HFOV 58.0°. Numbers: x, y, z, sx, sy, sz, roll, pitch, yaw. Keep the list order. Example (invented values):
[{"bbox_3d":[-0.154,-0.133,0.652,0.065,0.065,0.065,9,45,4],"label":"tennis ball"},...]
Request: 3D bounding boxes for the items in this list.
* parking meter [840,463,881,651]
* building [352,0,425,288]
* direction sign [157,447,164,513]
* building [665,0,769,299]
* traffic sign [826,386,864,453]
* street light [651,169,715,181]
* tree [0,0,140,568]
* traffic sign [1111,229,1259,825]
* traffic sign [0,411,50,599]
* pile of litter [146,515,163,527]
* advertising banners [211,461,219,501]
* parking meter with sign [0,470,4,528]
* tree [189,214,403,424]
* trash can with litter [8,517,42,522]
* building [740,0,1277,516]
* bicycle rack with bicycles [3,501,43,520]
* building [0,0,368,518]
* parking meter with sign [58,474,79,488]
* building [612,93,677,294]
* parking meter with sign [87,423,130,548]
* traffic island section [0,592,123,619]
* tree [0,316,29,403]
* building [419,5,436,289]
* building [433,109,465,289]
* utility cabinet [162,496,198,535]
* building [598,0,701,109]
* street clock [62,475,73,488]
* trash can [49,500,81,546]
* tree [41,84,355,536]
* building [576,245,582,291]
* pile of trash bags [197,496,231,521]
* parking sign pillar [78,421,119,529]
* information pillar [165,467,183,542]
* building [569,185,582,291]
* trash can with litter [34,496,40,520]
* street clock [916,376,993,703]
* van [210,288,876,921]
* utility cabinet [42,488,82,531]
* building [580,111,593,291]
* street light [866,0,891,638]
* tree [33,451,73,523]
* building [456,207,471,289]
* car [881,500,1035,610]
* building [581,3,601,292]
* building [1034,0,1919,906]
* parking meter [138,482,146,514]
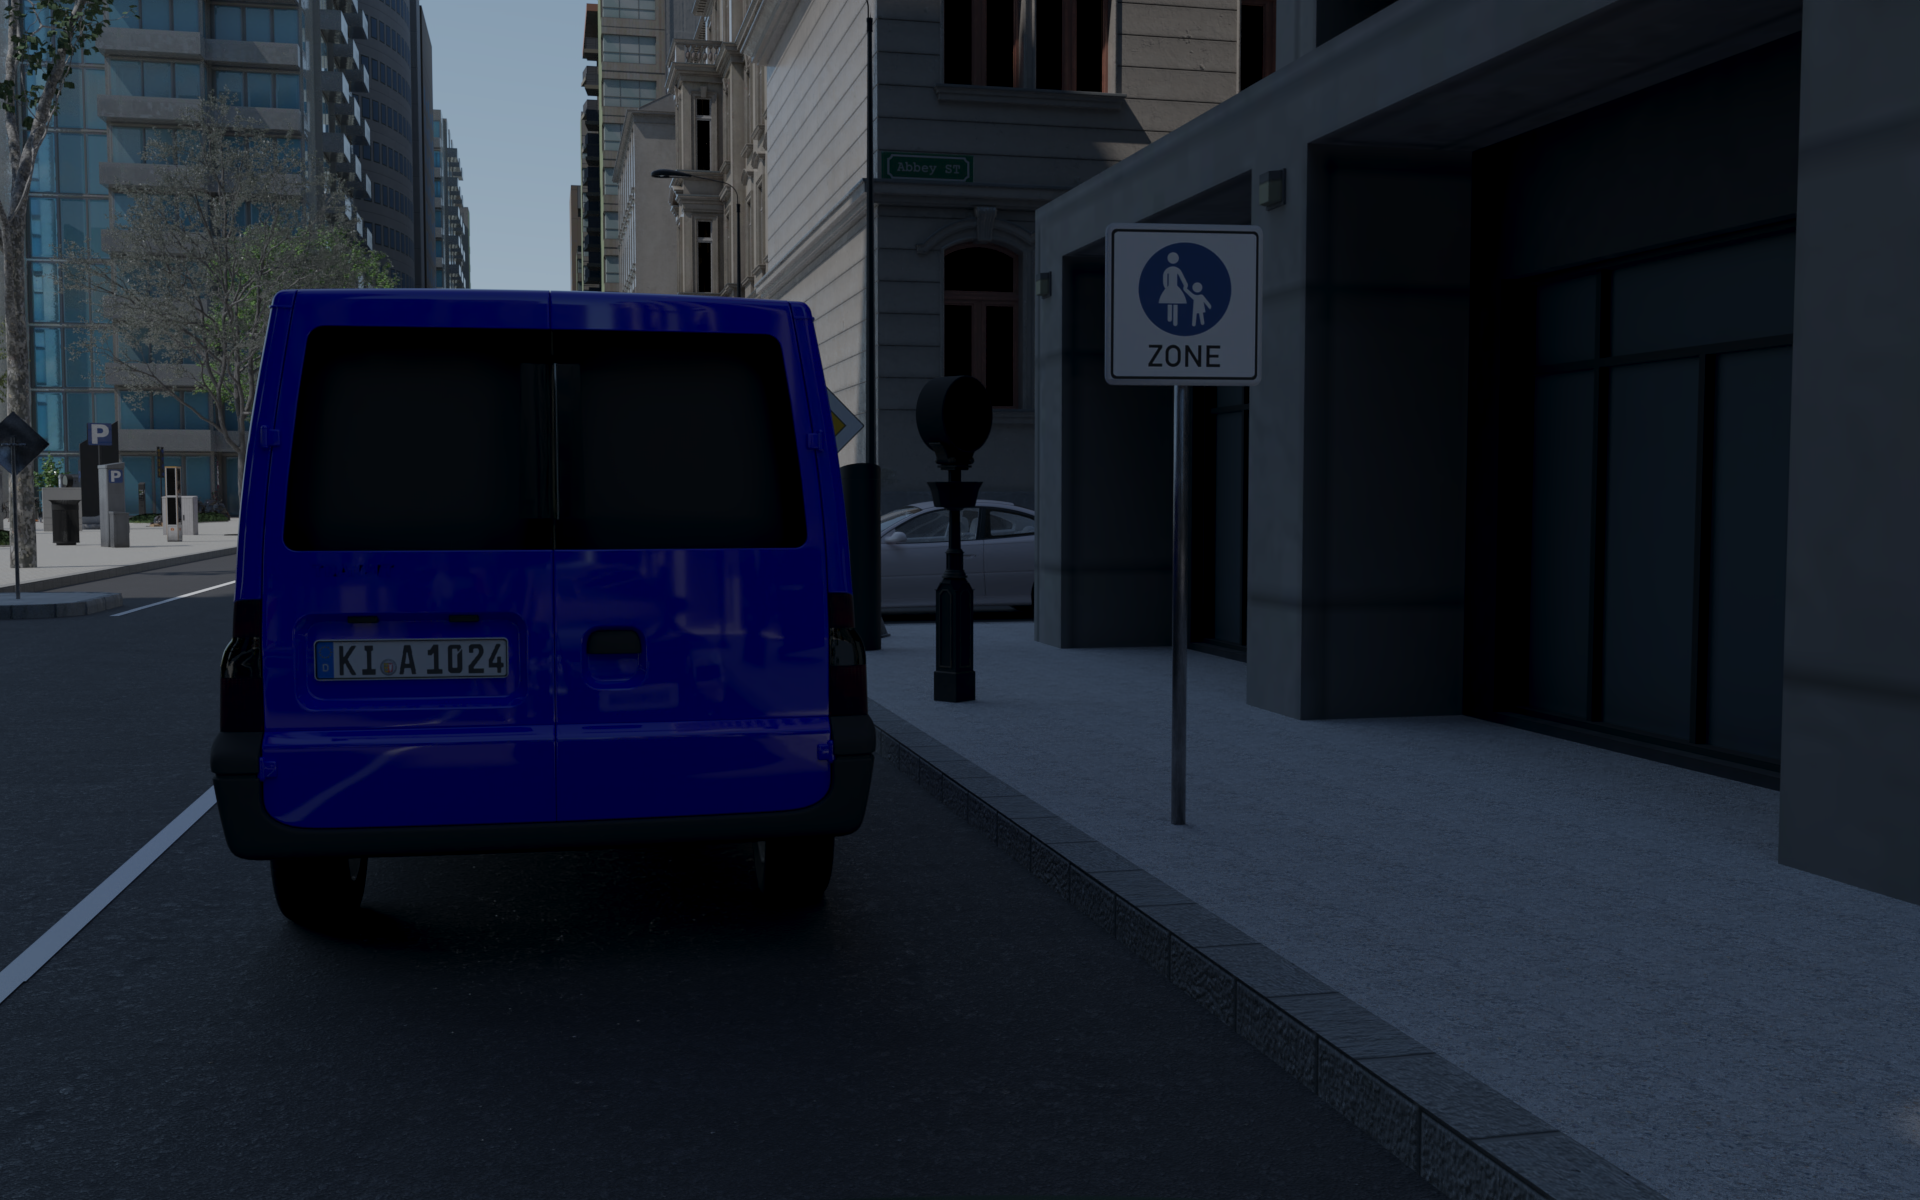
[{"bbox_3d":[-0.836,-0.358,14.268,0.372,1.533,0.369,0,3,0],"label":"parking meter"},{"bbox_3d":[-53.364,-36.180,133.543,21.231,58.520,28.212,-1,4,-13],"label":"building"},{"bbox_3d":[-38.267,-5.563,82.953,0.379,3.537,0.876,0,4,-7],"label":"direction sign"},{"bbox_3d":[-3.211,-14.900,62.706,14.460,24.649,34.723,-1,4,-13],"label":"building"},{"bbox_3d":[-1.241,-0.715,15.339,0.795,2.450,0.064,-1,4,-13],"label":"traffic sign"},{"bbox_3d":[-3.727,-3.211,25.039,1.470,5.913,1.316,-1,4,-13],"label":"street light"},{"bbox_3d":[-17.800,-10.620,29.520,12.611,20.169,13.585,0,3,0],"label":"tree"},{"bbox_3d":[0.848,-0.277,6.664,0.606,2.300,0.079,0,4,-7],"label":"traffic sign"},{"bbox_3d":[-11.515,-1.069,21.116,0.795,2.450,0.064,-1,4,-13],"label":"traffic sign"},{"bbox_3d":[-31.124,-3.323,68.289,1.719,0.858,1.176,-1,4,-14],"label":"pile of litter"},{"bbox_3d":[-38.726,-5.744,90.104,0.090,3.025,2.074,-1,4,-13],"label":"advertising banners"},{"bbox_3d":[-31.108,-3.631,55.623,0.543,3.016,1.738,-1,4,-13],"label":"parking meter with sign"},{"bbox_3d":[-24.180,-8.424,63.483,9.928,11.665,9.643,0,3,0],"label":"tree"},{"bbox_3d":[-43.190,-4.205,79.801,2.233,1.210,1.678,1,4,14],"label":"trash can with litter"},{"bbox_3d":[8.103,-15.018,32.938,23.554,28.519,14.401,-1,4,-13],"label":"building"},{"bbox_3d":[-46.915,-4.486,86.731,2.852,0.926,2.925,1,4,10],"label":"bicycle rack with bicycles"},{"bbox_3d":[-48.218,-29.685,104.955,23.786,49.044,30.456,-1,4,-13],"label":"building"},{"bbox_3d":[-34.371,-4.315,66.808,1.738,3.016,0.543,-3,4,-36],"label":"parking meter with sign"},{"bbox_3d":[-12.296,-14.617,88.134,9.793,20.994,18.267,-1,4,-13],"label":"building"},{"bbox_3d":[-20.548,-2.792,41.908,0.543,3.016,1.738,-3,5,-41],"label":"parking meter with sign"},{"bbox_3d":[-11.536,0.068,21.172,2.009,0.180,2.903,-1,4,-13],"label":"traffic island section"},{"bbox_3d":[-34.808,-6.723,60.285,4.737,8.622,4.395,0,3,0],"label":"tree"},{"bbox_3d":[-54.723,-30.922,155.680,14.600,45.320,14.200,-1,4,-13],"label":"building"},{"bbox_3d":[-73.280,-36.424,215.137,23.786,49.044,30.456,-1,4,-13],"label":"building"},{"bbox_3d":[-24.376,-2.628,54.133,1.020,1.237,0.306,0,4,6],"label":"utility cabinet"},{"bbox_3d":[-15.375,-25.969,108.183,14.154,41.232,14.086,-1,4,-13],"label":"building"},{"bbox_3d":[-33.882,-3.746,65.815,0.471,2.002,0.358,3,5,41],"label":"street clock"},{"bbox_3d":[-22.378,-1.938,43.337,0.748,1.137,0.748,0,3,0],"label":"trash can"},{"bbox_3d":[-22.205,-8.725,53.019,12.009,13.543,11.850,0,3,0],"label":"tree"},{"bbox_3d":[-37.811,-26.421,203.677,14.160,30.474,14.107,-1,4,-13],"label":"building"},{"bbox_3d":[-35.615,-4.495,83.250,3.447,1.369,1.912,-2,4,-32],"label":"pile of trash bags"},{"bbox_3d":[-31.494,-4.580,63.347,1.447,3.967,1.447,-3,4,-38],"label":"parking sign pillar"},{"bbox_3d":[-21.108,-2.570,46.505,0.304,2.012,0.304,0,4,-2],"label":"information pillar"},{"bbox_3d":[-47.925,-36.414,245.486,14.600,45.320,14.200,-1,4,-13],"label":"building"},{"bbox_3d":[-45.158,-4.437,83.933,1.055,1.170,0.624,1,4,20],"label":"trash can with litter"},{"bbox_3d":[-0.033,-0.375,10.700,0.358,2.002,0.471,3,5,41],"label":"street clock"},{"bbox_3d":[-1.728,-0.197,7.606,2.240,2.365,5.245,-1,4,-12],"label":"van"},{"bbox_3d":[-30.579,-3.077,58.996,1.173,1.500,0.318,-2,4,-30],"label":"utility cabinet"},{"bbox_3d":[-34.205,-30.957,189.742,14.154,41.232,14.086,-1,4,-13],"label":"building"},{"bbox_3d":[-1.323,-2.613,15.271,1.470,5.913,1.316,-1,4,-13],"label":"street light"},{"bbox_3d":[-40.712,-5.063,77.378,1.663,3.219,1.824,0,3,0],"label":"tree"},{"bbox_3d":[-74.670,-33.923,238.239,14.154,41.232,14.086,-1,4,-13],"label":"building"},{"bbox_3d":[-0.316,-0.491,20.393,4.827,1.381,2.083,-1,4,-13],"label":"car"},{"bbox_3d":[-22.820,-30.761,157.574,22.147,44.769,28.867,-1,4,-13],"label":"building"},{"bbox_3d":[12.969,-34.684,5.342,20.563,71.187,20.611,-1,4,-13],"label":"building"},{"bbox_3d":[-40.620,-4.912,86.014,0.255,1.863,0.399,-1,4,-12],"label":"parking meter"}]
